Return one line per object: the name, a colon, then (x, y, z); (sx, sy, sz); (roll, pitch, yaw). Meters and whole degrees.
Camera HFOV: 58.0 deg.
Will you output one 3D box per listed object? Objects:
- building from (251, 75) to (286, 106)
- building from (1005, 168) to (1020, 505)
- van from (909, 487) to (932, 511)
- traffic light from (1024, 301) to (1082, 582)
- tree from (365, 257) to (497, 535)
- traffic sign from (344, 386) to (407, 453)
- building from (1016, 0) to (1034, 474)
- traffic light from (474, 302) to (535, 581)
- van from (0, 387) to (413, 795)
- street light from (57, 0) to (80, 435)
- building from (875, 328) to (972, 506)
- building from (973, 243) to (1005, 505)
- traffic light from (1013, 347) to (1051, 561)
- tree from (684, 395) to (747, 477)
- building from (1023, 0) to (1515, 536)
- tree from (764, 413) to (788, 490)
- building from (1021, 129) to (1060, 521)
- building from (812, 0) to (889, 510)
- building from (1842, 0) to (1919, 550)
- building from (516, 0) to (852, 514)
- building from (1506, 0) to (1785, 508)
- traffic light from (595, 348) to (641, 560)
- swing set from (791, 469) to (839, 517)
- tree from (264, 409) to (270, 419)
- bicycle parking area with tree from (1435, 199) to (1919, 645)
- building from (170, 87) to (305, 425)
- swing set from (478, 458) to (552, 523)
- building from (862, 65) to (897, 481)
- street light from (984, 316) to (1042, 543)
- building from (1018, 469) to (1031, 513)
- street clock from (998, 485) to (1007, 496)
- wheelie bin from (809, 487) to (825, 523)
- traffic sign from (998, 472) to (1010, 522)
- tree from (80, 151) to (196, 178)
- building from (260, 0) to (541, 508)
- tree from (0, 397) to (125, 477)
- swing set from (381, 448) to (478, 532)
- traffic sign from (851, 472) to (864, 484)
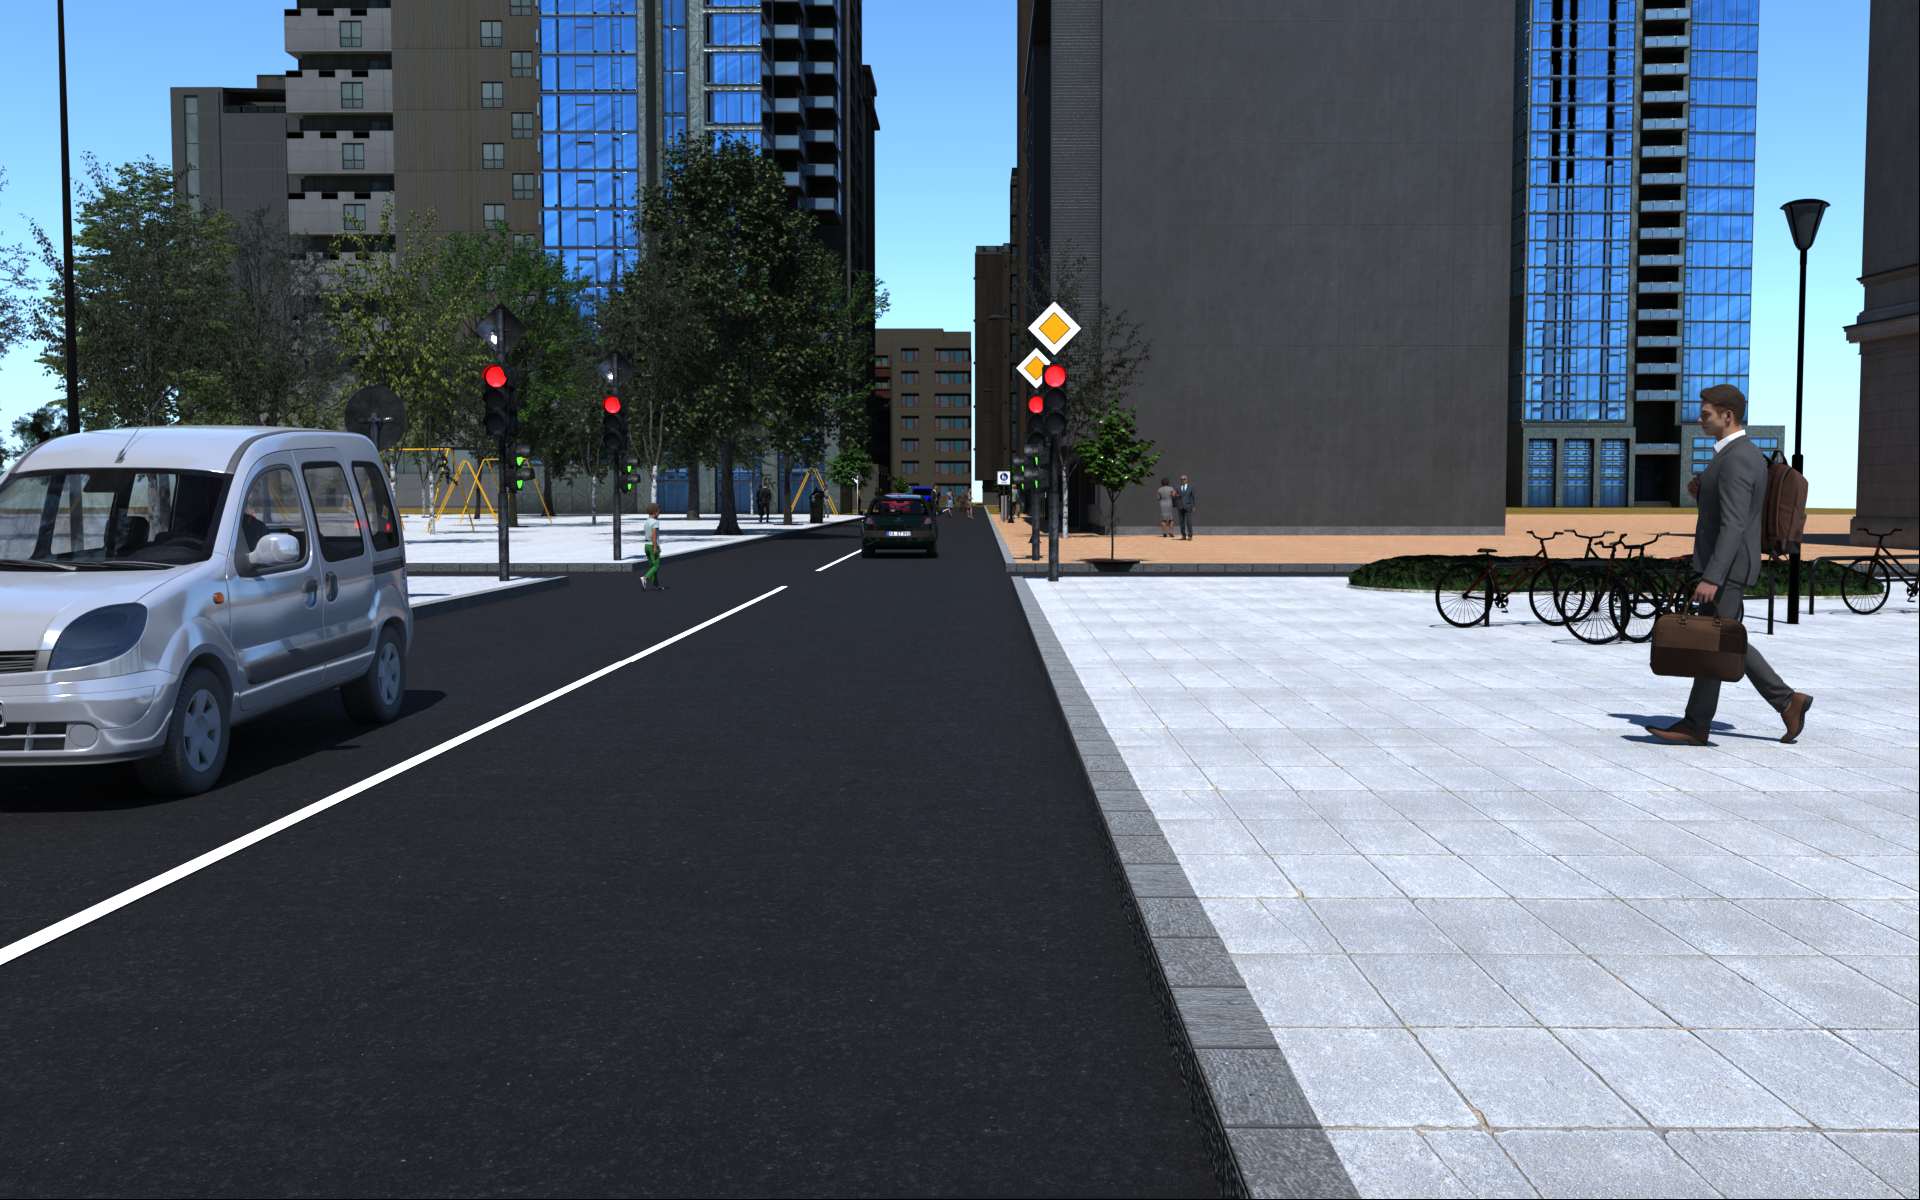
building: (-69.495, -35.498, 204.087); (21.600, 48.544, 21.300); (0, 4, 1)
building: (11.464, -23.494, 155.821); (14.160, 30.474, 14.107); (0, 4, 1)
van: (-3.255, -8.898, 149.863); (2.240, 2.365, 5.245); (0, 4, -1)
traffic light: (1.358, -2.228, 25.352); (0.839, 4.253, 0.868); (0, 4, 1)
tree: (-16.498, -6.383, 54.729); (4.360, 8.622, 3.978); (0, 3, 0)
traffic sign: (-6.885, -1.242, 20.407); (0.768, 2.556, 0.104); (0, 4, 6)
building: (11.687, -30.038, 141.237); (14.600, 45.320, 14.200); (0, 4, 1)
traffic light: (-6.703, -2.233, 25.425); (0.839, 4.253, 0.868); (0, 4, 1)
van: (-4.414, -0.155, 9.554); (2.013, 2.044, 4.112); (0, 4, 1)
street light: (-6.664, -2.535, 13.996); (1.470, 5.913, 1.316); (0, 4, 1)
building: (-13.127, -22.152, 207.221); (28.899, 21.520, 27.650); (0, 4, 1)
building: (8.590, -26.186, 199.838); (14.107, 30.474, 14.160); (0, 4, 1)
traffic light: (1.446, -2.717, 33.337); (0.839, 4.253, 0.868); (0, 4, 1)
tree: (-13.350, -8.960, 96.858); (4.737, 8.622, 4.395); (0, 3, 0)
building: (9.989, -15.209, 67.741); (14.314, 24.678, 30.058); (0, 4, 1)
tree: (-12.493, -9.428, 104.505); (4.360, 8.622, 3.978); (0, 3, 0)
building: (9.885, -18.222, 95.192); (12.463, 27.353, 25.104); (0, 4, 1)
building: (-16.758, -43.526, 149.904); (20.563, 71.187, 20.611); (0, 4, 1)
building: (23.364, -11.435, 37.867); (40.483, 20.767, 10.553); (0, 4, 1)
building: (-18.618, -49.591, 123.477); (22.319, 86.520, 31.000); (0, 4, 1)
building: (63.469, -52.472, 170.588); (31.000, 86.520, 22.319); (0, 4, 1)
traffic light: (-6.615, -2.721, 33.410); (0.839, 4.253, 0.868); (0, 4, 1)
swing set: (-8.449, -6.226, 99.410); (2.862, 2.851, 3.119); (0, 4, -7)
tree: (-33.482, -8.433, 88.245); (4.737, 8.622, 4.395); (0, 3, 0)
bicycle parking area with tree: (9.415, -1.691, 14.656); (9.016, 4.147, 8.231); (-1, 4, -10)
building: (-70.390, -30.208, 177.487); (14.086, 41.232, 14.154); (0, 4, 1)
swing set: (-20.101, -4.810, 76.266); (3.119, 2.851, 2.862); (3, 5, 39)
building: (-21.113, -31.673, 172.473); (28.867, 44.769, 22.147); (0, 4, 1)
street light: (1.419, -4.445, 45.214); (1.470, 5.913, 1.316); (0, 4, 1)
building: (20.356, -26.276, 121.496); (32.217, 40.220, 23.993); (0, 4, 1)
street clock: (2.259, -5.345, 91.955); (0.471, 2.002, 0.358); (0, 4, 7)
wheelie bin: (-6.278, -4.165, 76.004); (0.693, 1.594, 0.980); (0, 4, -2)
traffic sign: (1.998, -4.677, 78.600); (0.606, 2.300, 0.079); (0, 4, 7)
tree: (-17.406, -5.284, 36.757); (4.360, 8.622, 3.978); (0, 3, 0)
building: (-49.601, -35.474, 169.236); (27.495, 52.752, 28.713); (0, 4, 1)
tree: (-53.262, -7.599, 87.152); (11.467, 7.101, 20.602); (2, 4, 35)
swing set: (-18.910, -3.798, 59.723); (3.119, 2.851, 2.862); (1, 4, 17)
traffic sign: (-6.001, -6.207, 101.212); (0.795, 2.593, 0.064); (0, 4, 5)
